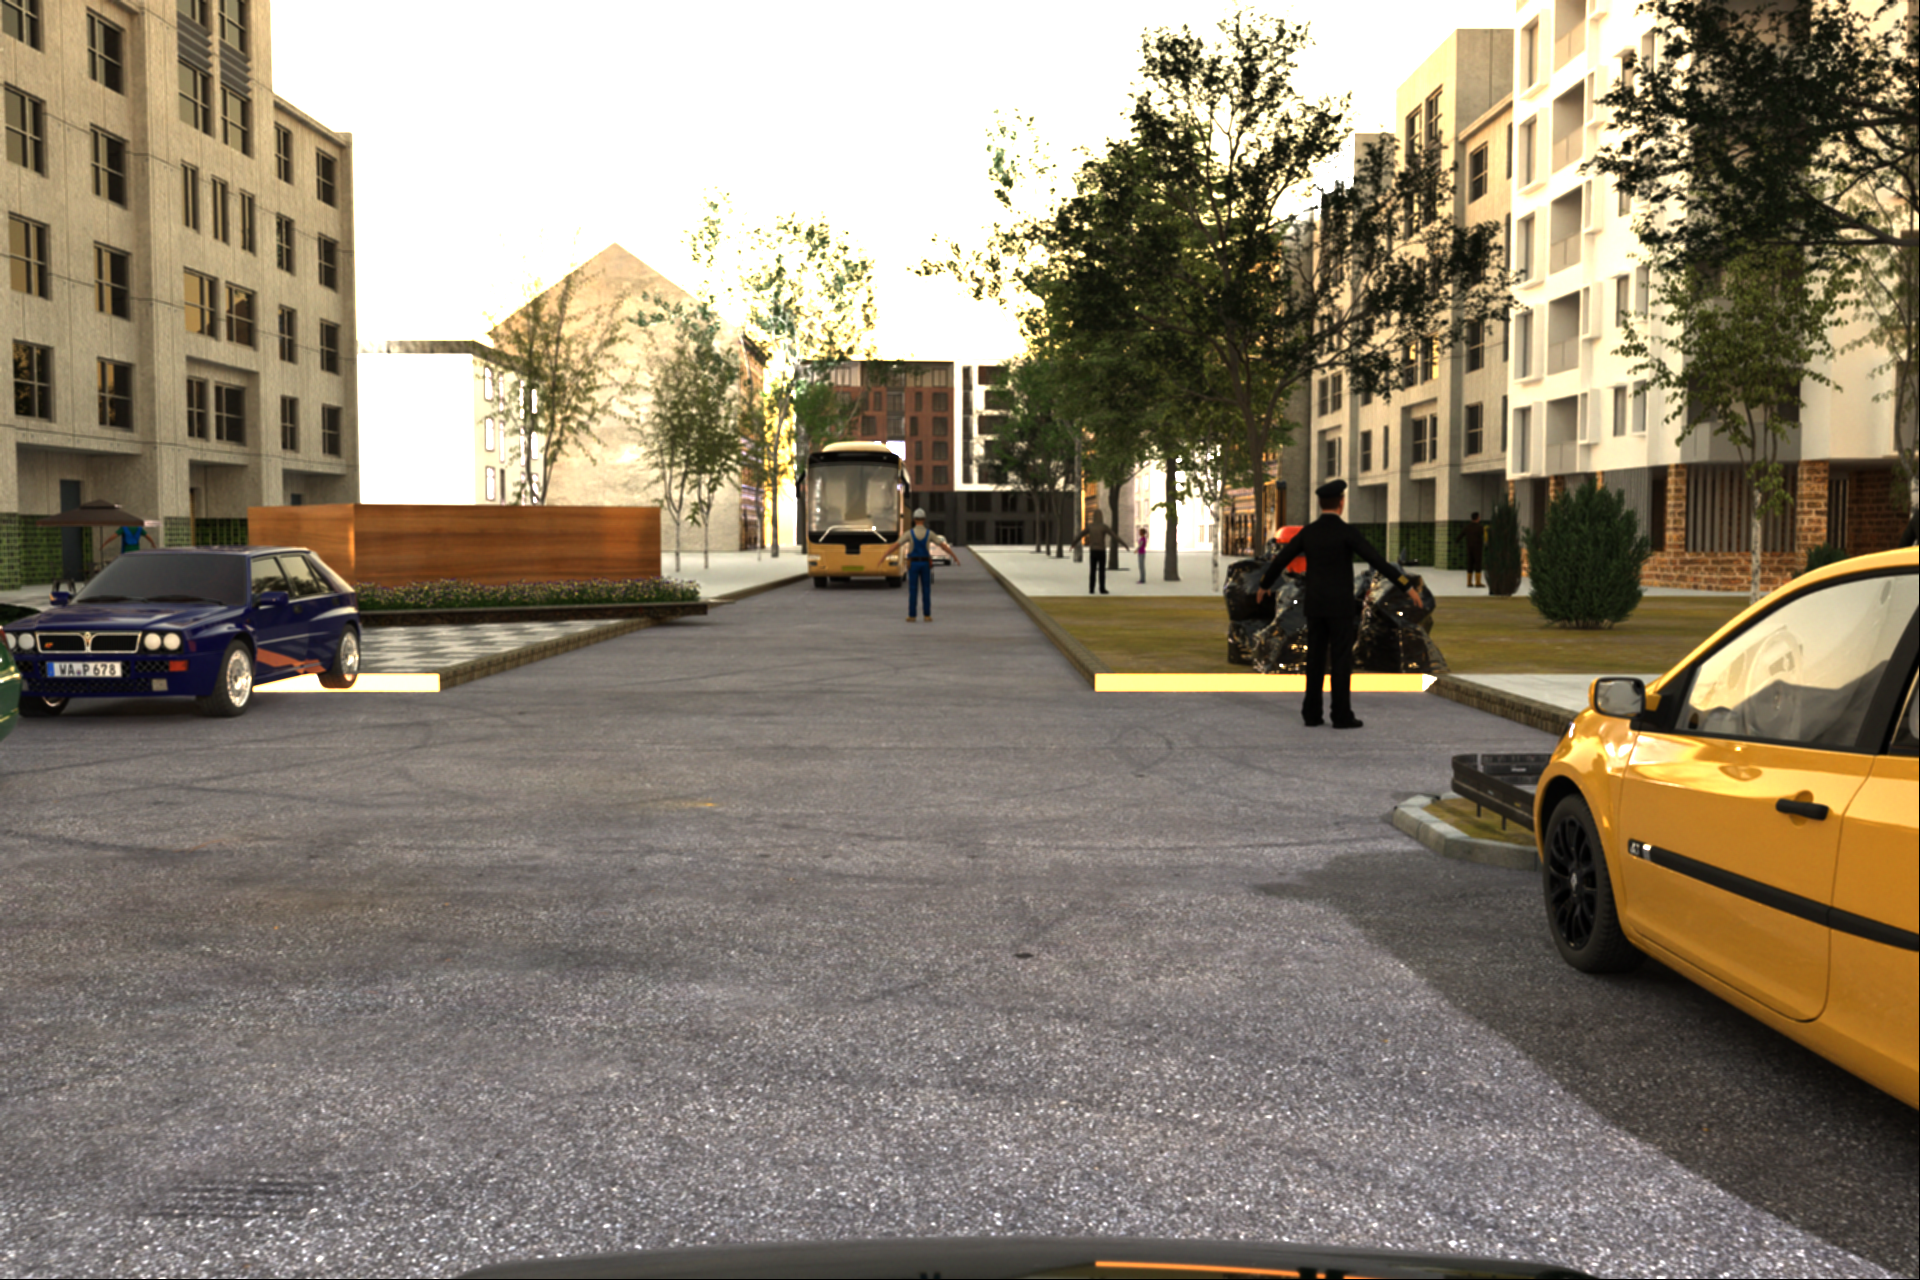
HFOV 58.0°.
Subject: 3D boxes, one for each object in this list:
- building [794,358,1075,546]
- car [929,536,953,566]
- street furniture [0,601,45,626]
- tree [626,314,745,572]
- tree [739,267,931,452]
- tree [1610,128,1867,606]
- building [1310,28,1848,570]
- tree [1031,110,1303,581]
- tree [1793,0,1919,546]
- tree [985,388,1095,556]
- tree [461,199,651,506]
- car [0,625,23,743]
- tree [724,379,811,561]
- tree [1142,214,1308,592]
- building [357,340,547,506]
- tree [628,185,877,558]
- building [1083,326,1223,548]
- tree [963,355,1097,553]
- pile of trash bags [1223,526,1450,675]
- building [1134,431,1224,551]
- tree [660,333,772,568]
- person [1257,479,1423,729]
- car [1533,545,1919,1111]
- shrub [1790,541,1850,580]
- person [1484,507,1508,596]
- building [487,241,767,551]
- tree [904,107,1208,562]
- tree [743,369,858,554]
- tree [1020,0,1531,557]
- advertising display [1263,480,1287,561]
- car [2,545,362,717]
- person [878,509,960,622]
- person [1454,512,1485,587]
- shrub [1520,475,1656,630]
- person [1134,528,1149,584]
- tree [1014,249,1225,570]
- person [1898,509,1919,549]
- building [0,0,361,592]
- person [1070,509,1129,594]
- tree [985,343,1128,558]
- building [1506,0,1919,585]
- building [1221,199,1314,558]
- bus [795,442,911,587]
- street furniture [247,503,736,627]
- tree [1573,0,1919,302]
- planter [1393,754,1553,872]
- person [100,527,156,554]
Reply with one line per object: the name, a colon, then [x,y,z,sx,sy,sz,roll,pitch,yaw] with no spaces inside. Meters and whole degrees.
building: [-3.965,-22.414,212.907,32.646,21.610,27.936,0,4,-6]
car: [-1.372,-4.152,80.242,2.083,1.381,4.827,0,4,-1]
street furniture: [-12.305,-0.093,17.144,5.734,0.657,10.072,-1,4,-13]
tree: [-9.709,-6.616,58.538,4.360,8.622,3.978,0,3,0]
tree: [-8.596,-16.252,121.601,12.611,20.169,13.585,0,3,0]
tree: [13.927,-4.905,30.552,4.737,8.622,4.395,0,3,0]
building: [25.662,-12.409,69.346,16.747,18.905,31.486,0,3,0]
tree: [5.392,-7.903,47.345,7.486,12.596,7.792,0,3,0]
tree: [12.817,-4.476,23.549,4.360,8.622,3.978,0,3,0]
tree: [4.954,-10.303,102.874,7.601,10.594,8.767,-2,4,-24]
tree: [-9.641,-5.411,38.830,4.360,8.622,3.978,0,3,0]
car: [-6.205,0.245,7.790,2.131,1.459,4.920,0,4,0]
tree: [-9.899,-8.123,83.169,4.360,8.622,3.978,0,3,0]
tree: [5.773,-5.399,38.643,4.737,8.622,4.395,0,3,0]
building: [-25.703,-8.978,88.933,9.099,9.664,28.070,0,4,-1]
tree: [-11.272,-14.636,95.192,12.611,20.169,13.585,0,3,0]
building: [22.249,-20.877,172.275,19.493,23.208,18.063,0,3,0]
tree: [5.251,-12.660,117.364,12.009,13.543,11.850,0,3,0]
pile of trash bags: [3.581,-0.464,17.339,1.912,1.369,3.447,0,4,-1]
building: [20.590,-12.511,146.696,9.099,9.664,28.070,0,3,0]
tree: [-9.343,-6.993,64.693,4.737,8.622,4.395,0,3,0]
person: [2.764,-0.274,12.870,1.347,1.837,0.705,3,5,40]
car: [2.855,0.349,4.520,2.015,1.641,3.980,0,4,0]
shrub: [11.388,-0.715,22.808,1.383,1.207,1.383,0,3,0]
person: [11.269,-1.864,36.240,0.705,1.858,1.354,-1,4,-9]
building: [-25.968,-18.874,139.515,19.493,23.208,18.063,0,4,-1]
tree: [4.005,-13.619,78.552,12.611,20.169,13.585,0,3,0]
tree: [-9.974,-11.239,109.509,9.928,11.665,9.643,0,3,0]
tree: [5.156,-5.790,29.084,8.767,10.594,7.601,0,4,5]
advertising display: [3.847,-0.979,21.227,0.123,1.923,0.974,0,4,1]
car: [-6.506,-0.134,14.770,1.945,1.354,3.894,0,3,0]
person: [-0.664,-1.226,28.365,1.347,1.847,0.705,0,4,-6]
person: [12.466,-2.186,41.871,0.704,1.812,1.346,-3,4,-38]
shrub: [8.472,-1.185,23.408,1.661,2.075,1.752,0,3,0]
person: [4.671,-2.187,45.028,0.599,1.433,0.991,1,4,17]
tree: [5.525,-8.289,61.282,9.928,11.665,9.643,0,3,0]
person: [8.423,-0.538,14.869,0.705,1.821,1.348,0,4,-5]
building: [-29.845,-10.992,46.177,16.747,18.905,31.486,0,4,0]
person: [2.976,-1.905,37.279,1.348,1.813,0.705,1,4,23]
tree: [5.226,-10.161,91.889,9.928,11.665,9.643,0,3,0]
building: [21.828,-11.892,50.847,16.016,20.090,11.380,0,4,0]
building: [25.069,-16.135,94.732,19.493,23.208,18.063,0,4,0]
bus: [-2.776,-3.561,49.775,2.896,3.916,12.252,0,4,-1]
street furniture: [-8.813,-1.220,26.793,9.812,1.723,11.010,-3,5,-40]
tree: [8.672,-4.878,14.174,7.601,10.594,8.767,2,4,27]
planter: [3.135,0.793,8.169,1.991,0.319,1.994,0,4,-1]
person: [-19.389,-2.100,40.457,0.704,1.817,1.347,2,4,35]
